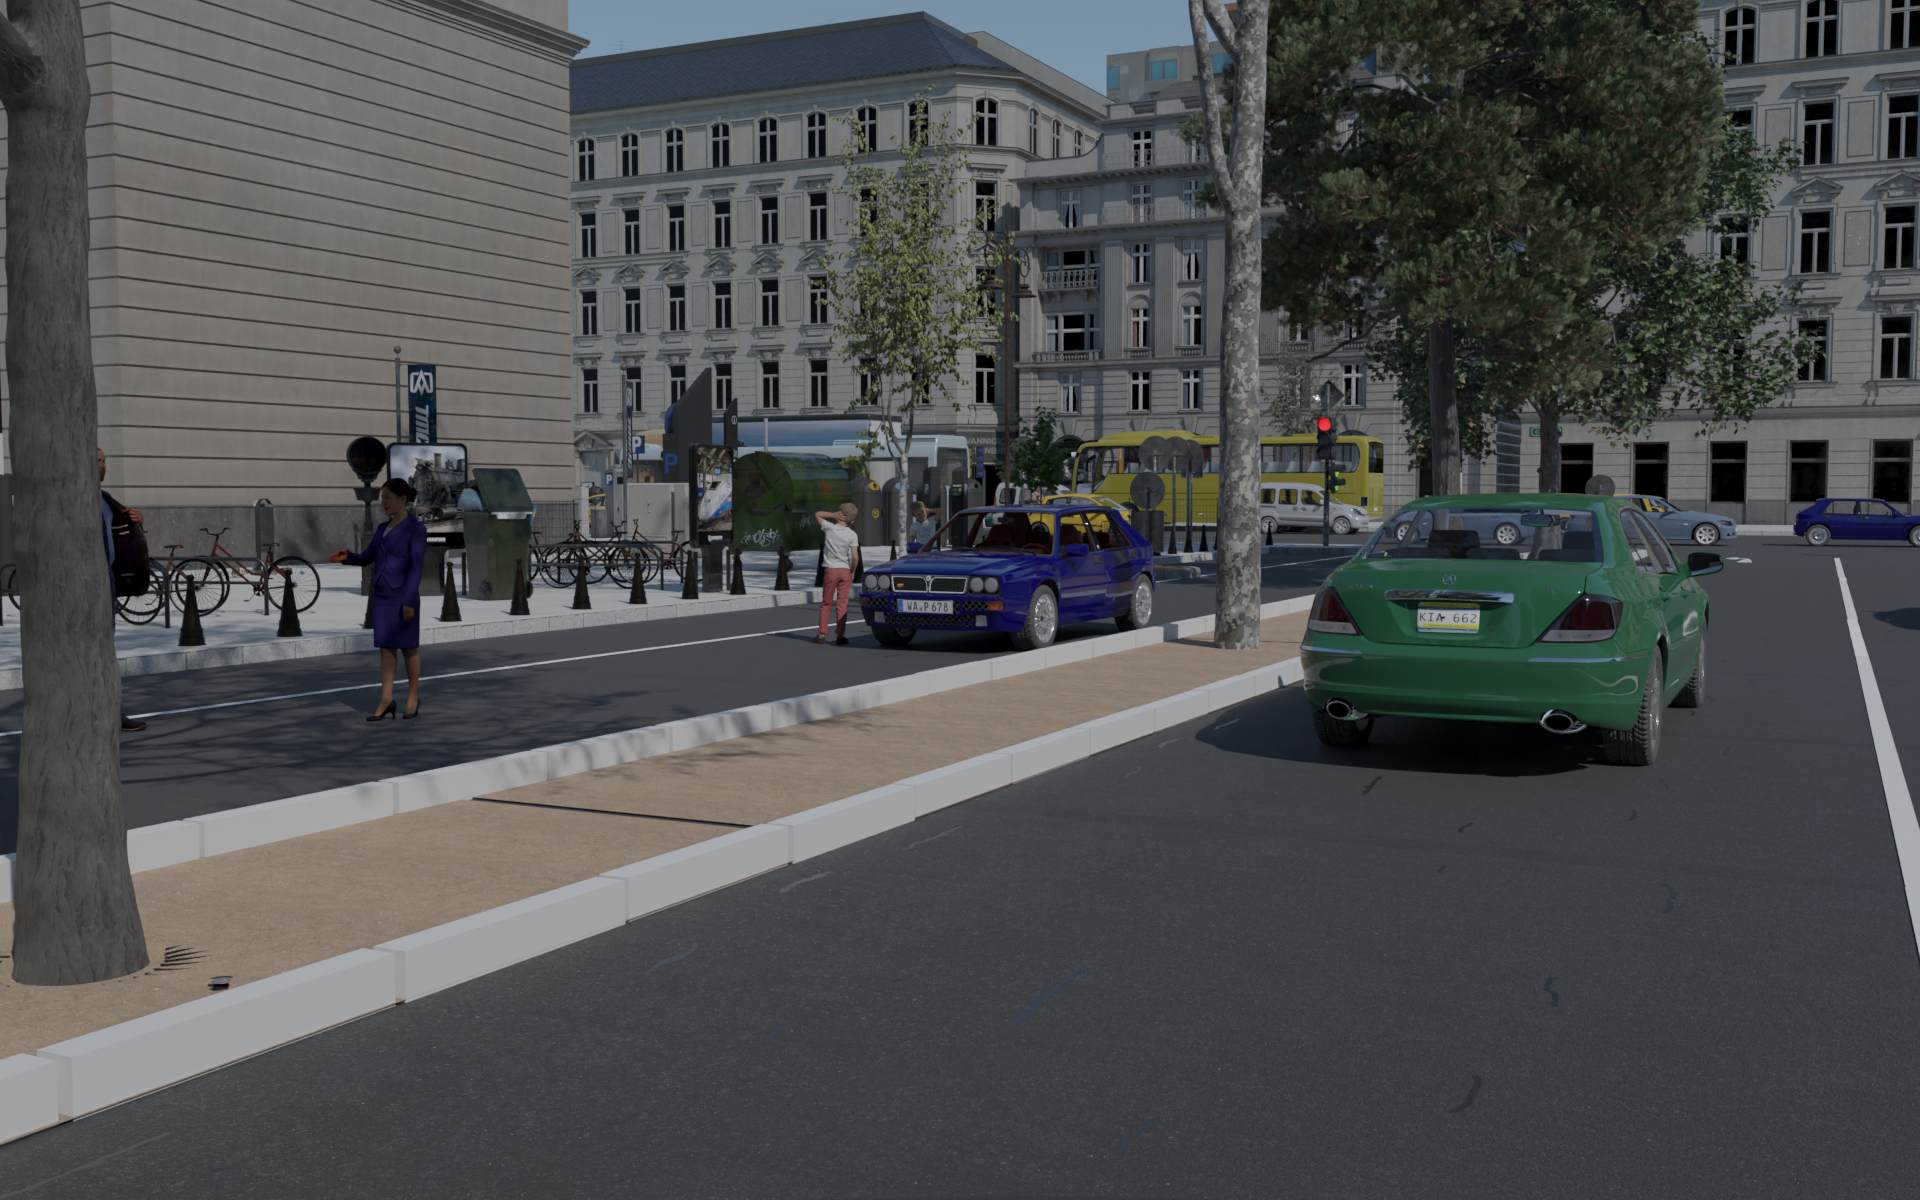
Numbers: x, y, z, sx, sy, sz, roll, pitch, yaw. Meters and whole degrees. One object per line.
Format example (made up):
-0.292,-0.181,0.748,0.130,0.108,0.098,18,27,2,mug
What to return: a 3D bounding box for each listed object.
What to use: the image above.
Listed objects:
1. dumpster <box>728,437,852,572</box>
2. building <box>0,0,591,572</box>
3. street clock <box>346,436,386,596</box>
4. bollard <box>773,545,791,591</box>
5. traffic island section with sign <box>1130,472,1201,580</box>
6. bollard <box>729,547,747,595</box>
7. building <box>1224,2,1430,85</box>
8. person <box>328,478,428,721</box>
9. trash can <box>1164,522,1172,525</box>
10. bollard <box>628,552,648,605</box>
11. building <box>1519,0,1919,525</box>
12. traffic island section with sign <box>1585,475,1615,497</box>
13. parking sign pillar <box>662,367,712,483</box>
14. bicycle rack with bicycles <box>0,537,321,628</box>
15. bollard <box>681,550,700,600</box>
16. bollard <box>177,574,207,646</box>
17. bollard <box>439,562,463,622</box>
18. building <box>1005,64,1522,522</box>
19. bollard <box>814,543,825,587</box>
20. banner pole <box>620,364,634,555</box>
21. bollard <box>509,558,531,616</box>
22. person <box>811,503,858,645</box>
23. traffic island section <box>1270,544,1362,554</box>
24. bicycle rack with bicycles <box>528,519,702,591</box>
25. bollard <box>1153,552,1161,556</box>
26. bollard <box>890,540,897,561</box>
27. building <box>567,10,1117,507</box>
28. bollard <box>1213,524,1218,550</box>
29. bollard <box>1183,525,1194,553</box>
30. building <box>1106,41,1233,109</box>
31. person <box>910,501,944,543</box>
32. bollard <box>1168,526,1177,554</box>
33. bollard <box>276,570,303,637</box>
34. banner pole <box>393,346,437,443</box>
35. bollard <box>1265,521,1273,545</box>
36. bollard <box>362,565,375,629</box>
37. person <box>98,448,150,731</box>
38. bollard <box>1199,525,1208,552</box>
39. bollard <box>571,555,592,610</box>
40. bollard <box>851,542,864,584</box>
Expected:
-2.938,-1.633,29.190,1.502,2.255,1.985,2,4,26,dumpster
-21.769,-14.708,37.741,25.104,27.353,12.463,2,4,26,building
-7.456,-1.055,21.817,0.471,2.002,0.358,-2,4,-25,street clock
-2.365,-0.426,23.005,0.229,0.601,0.229,0,3,0,bollard
3.076,-1.306,29.983,1.989,1.847,2.006,2,4,26,traffic island section with sign
-2.832,-0.369,22.073,0.229,0.601,0.229,0,3,0,bollard
35.076,-30.197,148.353,22.147,44.769,28.867,2,4,26,building
-3.620,-0.002,10.907,0.453,1.535,0.546,1,4,11,person
8.656,-3.753,73.017,0.748,1.137,0.748,0,3,0,trash can
-3.759,-0.255,20.207,0.229,0.601,0.229,0,3,0,bollard
47.228,-18.116,72.609,44.131,29.872,17.030,2,4,26,building
14.739,-1.956,40.119,2.006,1.907,1.989,2,4,26,traffic island section with sign
-5.721,-2.932,36.413,1.447,3.967,1.447,2,4,24,parking sign pillar
-8.456,-0.263,17.680,2.925,0.926,2.852,1,4,9,bicycle rack with bicycles
-3.296,-0.311,21.134,0.229,0.601,0.229,0,3,0,bollard
-6.511,0.084,14.665,0.229,0.601,0.229,0,3,0,bollard
-5.133,-0.086,17.442,0.229,0.601,0.229,0,3,0,bollard
15.913,-14.961,86.420,24.055,21.916,13.314,2,4,26,building
-1.910,-0.482,23.926,0.229,0.601,0.229,0,3,0,bollard
-6.462,-2.671,33.695,0.401,3.779,0.863,0,4,4,banner pole
-4.672,-0.142,18.367,0.229,0.601,0.229,0,3,0,bollard
-1.199,-0.254,16.566,0.435,1.345,0.340,-1,4,-9,person
8.999,-1.249,42.694,2.009,0.180,2.903,2,4,26,traffic island section
-5.011,-0.651,24.024,2.925,0.926,2.852,0,4,1,bicycle rack with bicycles
4.070,-1.218,35.953,0.229,0.601,0.229,0,3,0,bollard
-0.991,-0.595,25.772,0.229,0.601,0.229,0,3,0,bollard
-13.853,-19.966,102.860,44.131,29.872,17.030,2,4,26,building
5.908,-1.444,39.651,0.229,0.601,0.229,0,3,0,bollard
4.986,-1.331,37.797,0.229,0.601,0.229,0,3,0,bollard
31.074,-34.450,182.858,30.456,49.044,23.786,2,4,26,building
-0.384,-0.517,20.862,0.435,1.345,0.340,0,4,-5,person
4.526,-1.274,36.873,0.229,0.601,0.229,0,3,0,bollard
-6.046,0.027,15.602,0.229,0.601,0.229,0,3,0,bollard
-9.286,-2.411,29.429,0.863,3.779,0.401,-1,4,-10,banner pole
7.743,-1.670,43.342,0.229,0.601,0.229,0,3,0,bollard
-5.585,-0.029,16.520,0.229,0.601,0.229,0,3,0,bollard
-5.116,-0.057,10.258,0.431,1.722,0.655,1,4,21,person
5.449,-1.388,38.728,0.229,0.601,0.229,0,3,0,bollard
-4.216,-0.198,19.287,0.229,0.601,0.229,0,3,0,bollard
-1.451,-0.538,24.845,0.229,0.601,0.229,0,3,0,bollard
